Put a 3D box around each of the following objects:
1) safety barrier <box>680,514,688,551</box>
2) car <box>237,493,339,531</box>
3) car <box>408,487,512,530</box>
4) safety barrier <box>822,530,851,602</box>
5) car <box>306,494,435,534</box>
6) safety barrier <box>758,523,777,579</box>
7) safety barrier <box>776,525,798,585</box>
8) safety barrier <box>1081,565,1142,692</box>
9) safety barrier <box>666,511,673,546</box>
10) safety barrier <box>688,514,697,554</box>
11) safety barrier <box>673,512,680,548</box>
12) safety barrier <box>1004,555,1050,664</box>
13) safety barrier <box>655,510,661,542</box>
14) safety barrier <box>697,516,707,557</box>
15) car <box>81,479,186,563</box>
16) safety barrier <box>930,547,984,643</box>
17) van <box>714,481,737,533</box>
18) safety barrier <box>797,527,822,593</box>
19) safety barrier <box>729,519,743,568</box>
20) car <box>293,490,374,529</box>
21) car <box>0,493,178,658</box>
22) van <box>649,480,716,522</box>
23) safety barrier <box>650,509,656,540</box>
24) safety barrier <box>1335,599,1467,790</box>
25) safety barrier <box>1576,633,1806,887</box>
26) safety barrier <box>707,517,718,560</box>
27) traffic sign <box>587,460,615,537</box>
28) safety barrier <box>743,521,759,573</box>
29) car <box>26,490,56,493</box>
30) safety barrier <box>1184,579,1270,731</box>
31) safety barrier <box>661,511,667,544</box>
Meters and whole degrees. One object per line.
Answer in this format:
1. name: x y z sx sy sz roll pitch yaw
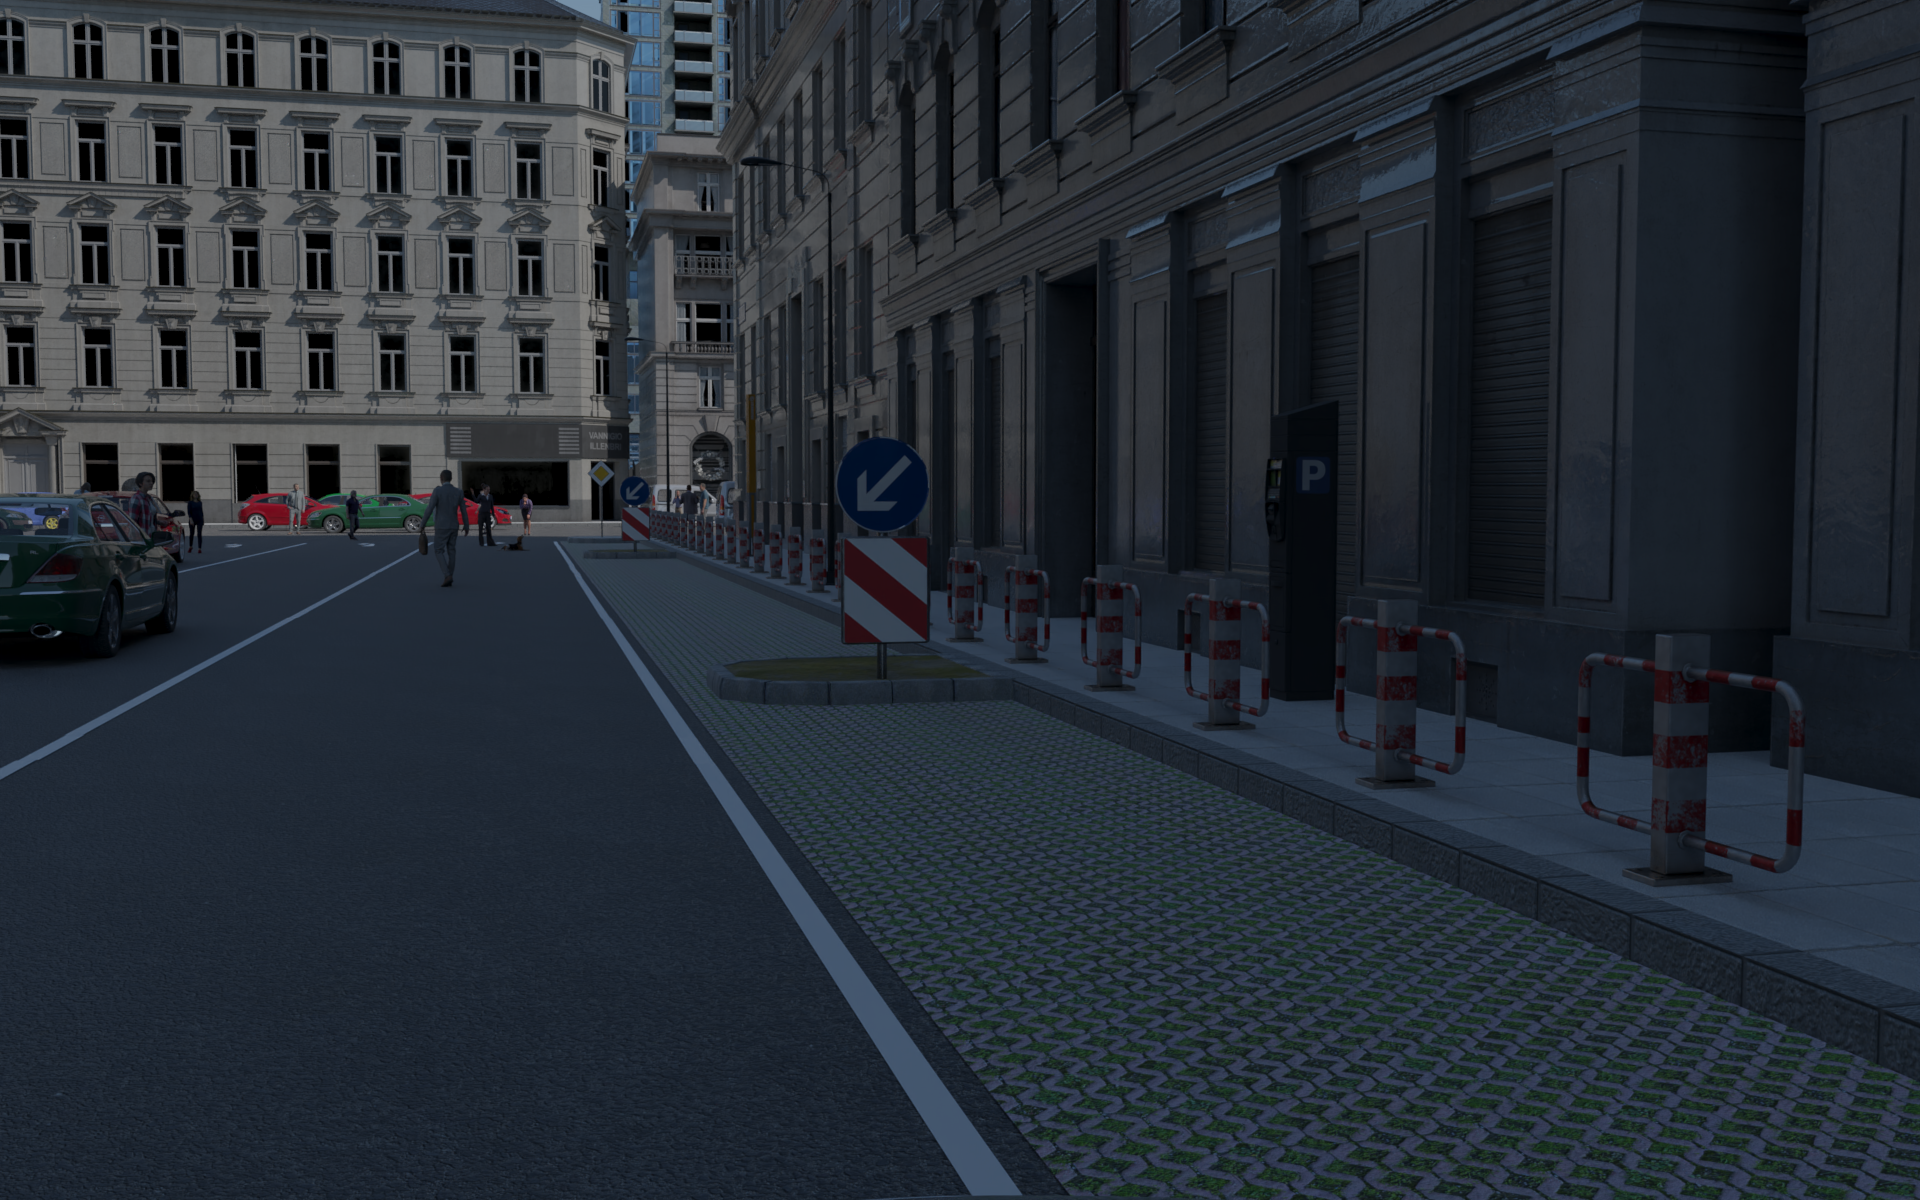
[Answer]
1. safety barrier: -6.085 -1.531 39.303 0.300 0.817 1.120 -1 4 -14
2. car: -26.031 -3.618 68.198 4.494 1.783 2.155 -1 4 -14
3. car: -20.165 -3.664 68.941 4.494 1.783 2.155 -1 4 -15
4. safety barrier: -1.376 -0.390 20.650 0.300 0.817 1.120 -1 4 -14
5. car: -21.584 -3.198 64.090 4.920 1.459 2.131 -1 4 -13
6. safety barrier: -2.791 -0.733 26.261 0.300 0.817 1.120 -1 4 -14
7. safety barrier: -2.324 -0.618 24.387 0.300 0.817 1.120 -1 4 -14
8. safety barrier: 0.980 0.181 11.322 0.300 0.817 1.120 -1 4 -14
9. safety barrier: -7.032 -1.759 43.040 0.300 0.817 1.120 -1 4 -14
10. safety barrier: -5.613 -1.417 37.438 0.300 0.817 1.120 -1 4 -14
11. safety barrier: -6.562 -1.645 41.177 0.300 0.817 1.120 -1 4 -14
12. safety barrier: 0.506 0.067 13.180 0.300 0.817 1.120 -1 4 -14
13. safety barrier: -7.967 -1.987 46.758 0.300 0.817 1.120 -1 4 -14
14. safety barrier: -5.145 -1.303 35.578 0.300 0.817 1.120 -1 4 -14
15. car: -16.741 -1.567 34.662 2.155 1.783 4.494 -1 4 -16
16. safety barrier: 0.040 -0.047 15.050 0.300 0.817 1.120 -1 4 -14
17. van: -5.984 -3.050 56.876 4.112 2.044 2.013 -1 4 -13
18. safety barrier: -1.847 -0.504 22.518 0.300 0.817 1.120 -1 4 -14
19. safety barrier: -3.734 -0.961 29.984 0.300 0.817 1.120 -1 4 -14
20. car: -25.765 -3.843 71.636 4.718 1.807 1.959 -1 4 -15
21. car: -8.656 -0.276 16.304 2.131 1.459 4.920 -1 4 -15
22. van: -11.520 -4.199 75.662 4.112 2.044 2.013 -1 4 -14
23. safety barrier: -8.436 -2.100 48.617 0.300 0.817 1.120 -1 4 -14
24. safety barrier: 1.917 0.408 7.605 0.300 0.817 1.120 -1 4 -14
25. safety barrier: 2.388 0.522 5.744 0.300 0.817 1.120 -1 4 -14
26. safety barrier: -4.671 -1.188 33.702 0.300 0.817 1.120 -1 4 -14
27. traffic sign: -10.621 -2.916 51.314 0.795 2.450 0.064 -1 4 -14
28. safety barrier: -3.263 -0.847 28.125 0.300 0.817 1.120 -1 4 -14
29. car: -36.637 -3.552 67.659 3.694 1.707 1.945 -1 4 -13
30. safety barrier: 1.446 0.294 9.463 0.300 0.817 1.120 -1 4 -14
31. safety barrier: -7.497 -1.873 44.900 0.300 0.817 1.120 -1 4 -14
